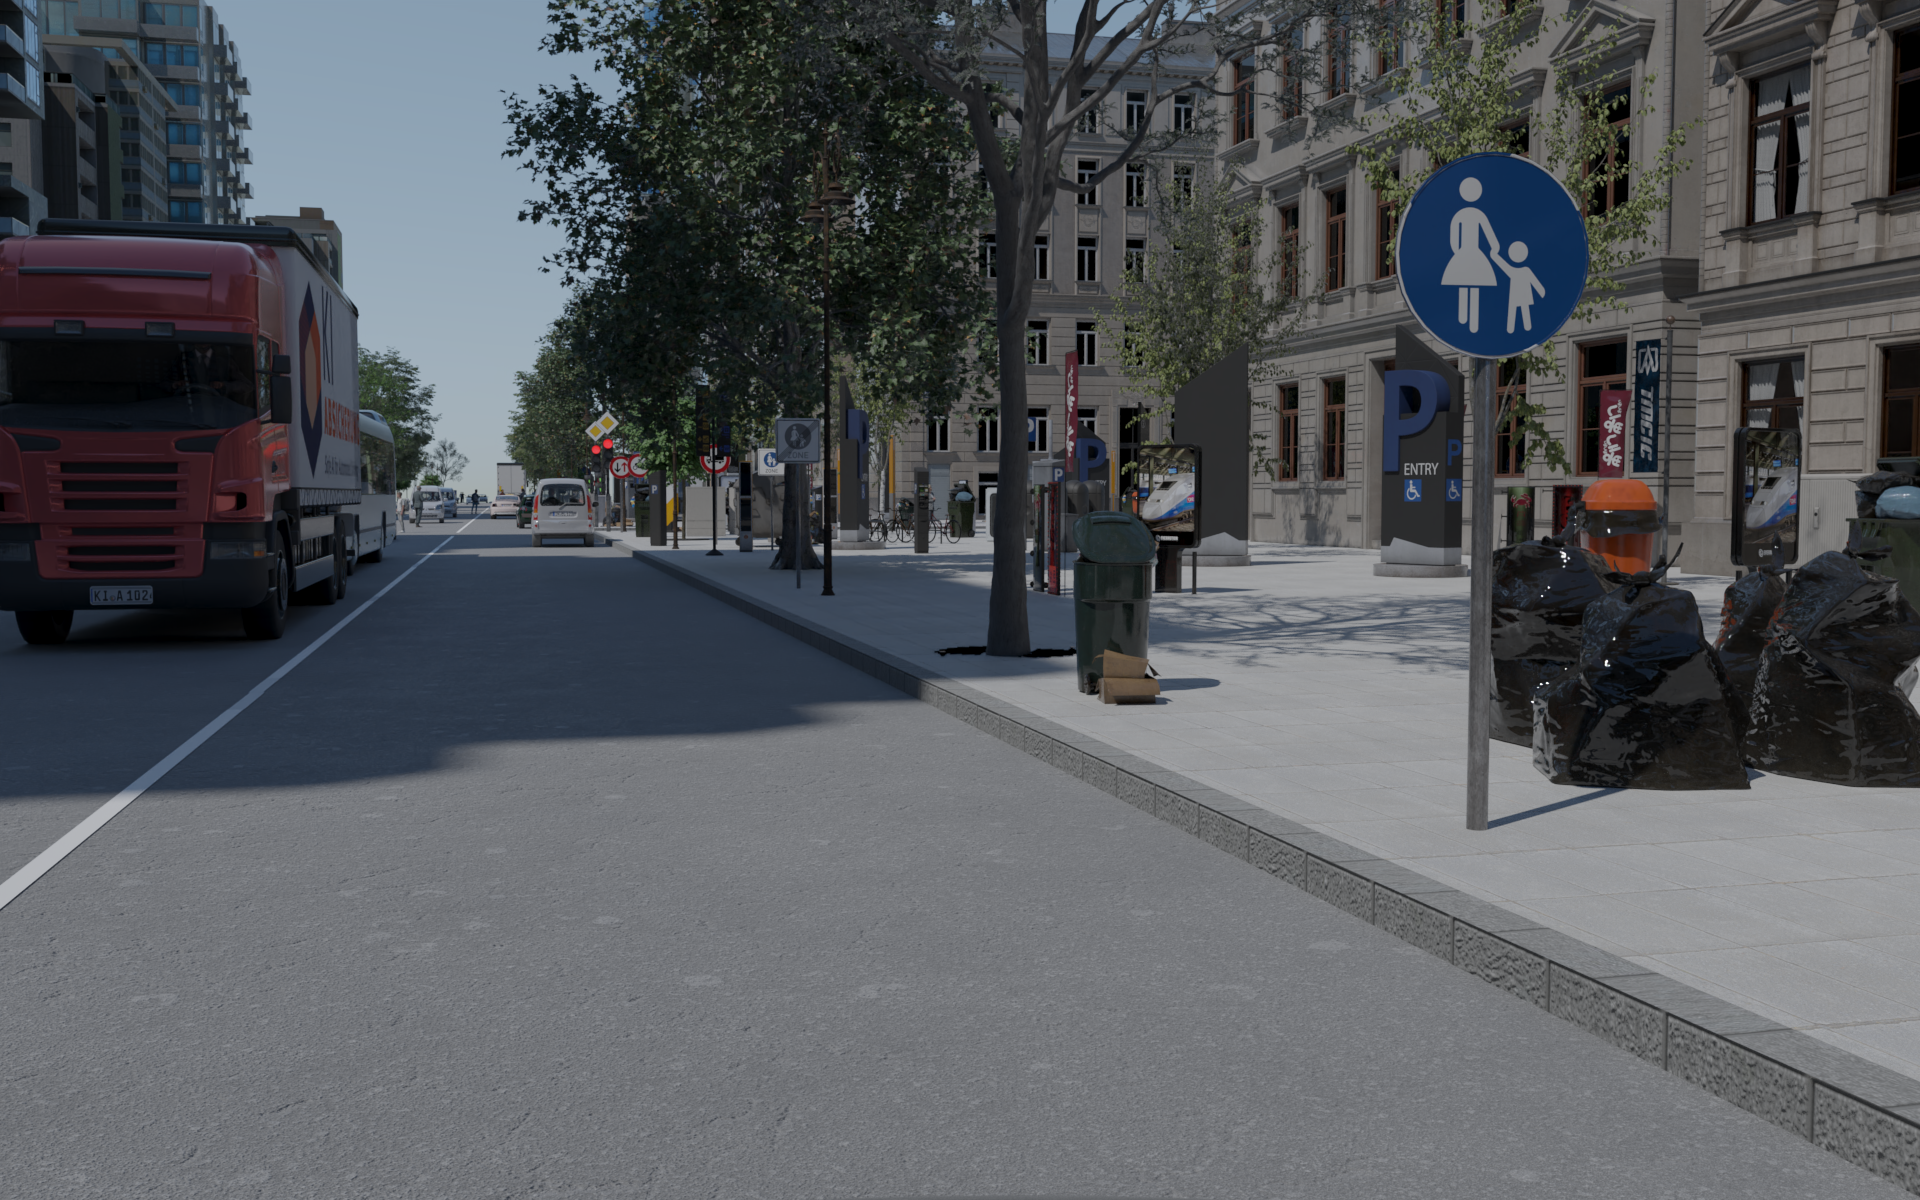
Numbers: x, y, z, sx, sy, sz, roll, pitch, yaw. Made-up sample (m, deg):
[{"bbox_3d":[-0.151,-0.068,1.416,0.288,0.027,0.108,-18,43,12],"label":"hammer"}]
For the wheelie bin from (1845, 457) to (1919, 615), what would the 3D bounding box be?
[{"bbox_3d":[8.064,-0.425,14.863,0.693,1.594,0.980,0,4,-4],"label":"wheelie bin"}]

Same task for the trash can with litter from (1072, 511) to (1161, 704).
[{"bbox_3d":[1.065,0.025,10.973,0.624,1.170,1.055,0,4,-8],"label":"trash can with litter"}]

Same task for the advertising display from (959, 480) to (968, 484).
[{"bbox_3d":[0.156,-4.442,77.843,0.123,1.923,0.974,-1,4,-19],"label":"advertising display"}]

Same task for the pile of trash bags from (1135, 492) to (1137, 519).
[{"bbox_3d":[10.628,-4.621,85.303,3.447,1.369,1.912,-3,5,-42],"label":"pile of trash bags"}]

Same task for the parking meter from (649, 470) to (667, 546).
[{"bbox_3d":[-7.450,-2.264,42.719,0.399,1.863,0.255,2,4,35],"label":"parking meter"}]

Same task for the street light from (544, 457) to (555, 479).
[{"bbox_3d":[-37.046,-11.215,156.149,0.468,5.910,1.993,-1,4,-15],"label":"street light"}]

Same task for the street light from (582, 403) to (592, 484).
[{"bbox_3d":[-17.688,-6.689,82.148,0.468,5.910,1.993,-1,4,-15],"label":"street light"}]

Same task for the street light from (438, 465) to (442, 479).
[{"bbox_3d":[-77.045,-17.290,255.472,0.468,5.910,1.993,-1,4,-15],"label":"street light"}]

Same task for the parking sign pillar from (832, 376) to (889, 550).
[{"bbox_3d":[-2.443,-3.162,40.168,1.447,3.967,1.447,1,4,9],"label":"parking sign pillar"}]

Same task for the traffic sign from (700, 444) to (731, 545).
[{"bbox_3d":[-6.179,-2.672,43.789,0.768,2.556,0.104,-1,4,-9],"label":"traffic sign"}]

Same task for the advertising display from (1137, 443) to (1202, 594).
[{"bbox_3d":[2.703,-1.053,22.425,0.974,1.923,0.123,3,5,45],"label":"advertising display"}]

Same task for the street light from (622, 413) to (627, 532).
[{"bbox_3d":[-11.396,-5.252,58.660,0.468,5.910,1.993,-1,4,-15],"label":"street light"}]

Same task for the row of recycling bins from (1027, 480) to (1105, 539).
[{"bbox_3d":[3.020,-2.678,50.894,1.069,1.692,3.534,3,5,44],"label":"row of recycling bins"}]

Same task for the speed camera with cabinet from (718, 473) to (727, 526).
[{"bbox_3d":[-9.603,-4.600,69.553,0.660,3.252,2.038,-2,4,-26],"label":"speed camera with cabinet"}]

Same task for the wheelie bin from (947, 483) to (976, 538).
[{"bbox_3d":[0.041,-2.634,50.970,0.693,1.594,0.980,-3,4,-38],"label":"wheelie bin"}]

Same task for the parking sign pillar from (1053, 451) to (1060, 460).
[{"bbox_3d":[4.986,-5.646,80.783,1.447,3.967,1.447,0,4,-3],"label":"parking sign pillar"}]

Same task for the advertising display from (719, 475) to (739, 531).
[{"bbox_3d":[-7.812,-3.323,59.541,0.974,1.923,0.123,-2,4,-29],"label":"advertising display"}]

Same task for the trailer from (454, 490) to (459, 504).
[{"bbox_3d":[-72.322,-14.690,247.227,1.471,1.999,3.904,-1,4,-16],"label":"trailer"}]

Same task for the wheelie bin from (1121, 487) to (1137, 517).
[{"bbox_3d":[7.814,-4.371,79.378,0.693,1.594,0.980,2,4,29],"label":"wheelie bin"}]

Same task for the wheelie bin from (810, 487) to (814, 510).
[{"bbox_3d":[-6.431,-4.164,75.996,0.693,1.594,0.980,-1,4,-9],"label":"wheelie bin"}]

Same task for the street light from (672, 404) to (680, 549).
[{"bbox_3d":[-6.628,-4.122,40.185,0.468,5.910,1.993,-1,4,-15],"label":"street light"}]

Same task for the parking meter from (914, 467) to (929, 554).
[{"bbox_3d":[-0.830,-1.934,37.331,0.255,1.863,0.399,-1,4,-14],"label":"parking meter"}]

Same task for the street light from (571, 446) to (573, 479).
[{"bbox_3d":[-22.610,-7.834,100.881,0.468,5.910,1.993,-1,4,-15],"label":"street light"}]

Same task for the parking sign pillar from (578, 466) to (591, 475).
[{"bbox_3d":[-27.205,-8.386,125.579,1.447,3.967,1.447,1,4,14],"label":"parking sign pillar"}]

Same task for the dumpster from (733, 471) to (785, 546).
[{"bbox_3d":[-4.799,-2.229,42.206,1.264,1.857,1.865,-1,4,-15],"label":"dumpster"}]

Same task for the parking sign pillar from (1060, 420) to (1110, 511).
[{"bbox_3d":[4.594,-4.423,60.796,1.447,3.967,1.447,-2,4,-27],"label":"parking sign pillar"}]

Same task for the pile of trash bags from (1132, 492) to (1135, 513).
[{"bbox_3d":[11.688,-7.411,130.928,1.912,1.369,3.447,-1,4,-17],"label":"pile of trash bags"}]

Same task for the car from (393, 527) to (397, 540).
[{"bbox_3d":[-18.311,-2.486,53.010,2.083,1.381,4.827,-1,4,-15],"label":"car"}]

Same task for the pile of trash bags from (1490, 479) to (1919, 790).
[{"bbox_3d":[3.703,0.041,9.075,1.912,1.369,3.447,1,4,9],"label":"pile of trash bags"}]

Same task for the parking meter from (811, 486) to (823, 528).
[{"bbox_3d":[-4.195,-2.600,50.920,0.372,1.533,0.369,0,3,0],"label":"parking meter"}]

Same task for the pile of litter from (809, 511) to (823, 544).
[{"bbox_3d":[-4.041,-1.866,44.476,1.176,0.858,1.719,2,4,25],"label":"pile of litter"}]

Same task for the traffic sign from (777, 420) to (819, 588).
[{"bbox_3d":[-2.193,-1.304,23.456,0.606,2.300,0.079,-1,4,-10],"label":"traffic sign"}]

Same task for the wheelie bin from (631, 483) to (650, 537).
[{"bbox_3d":[-9.326,-2.670,51.555,0.980,1.594,0.693,0,4,-3],"label":"wheelie bin"}]

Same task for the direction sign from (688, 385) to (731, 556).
[{"bbox_3d":[-5.130,-2.696,36.083,0.876,3.537,0.379,-3,5,-45],"label":"direction sign"}]

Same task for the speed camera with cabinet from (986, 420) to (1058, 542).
[{"bbox_3d":[1.716,-3.177,46.285,2.038,3.252,0.660,2,4,26],"label":"speed camera with cabinet"}]

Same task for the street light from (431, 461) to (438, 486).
[{"bbox_3d":[-72.067,-16.137,236.632,0.468,5.910,1.993,-1,4,-15],"label":"street light"}]

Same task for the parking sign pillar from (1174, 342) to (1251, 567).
[{"bbox_3d":[4.513,-2.605,31.066,1.447,3.967,1.447,1,4,16],"label":"parking sign pillar"}]

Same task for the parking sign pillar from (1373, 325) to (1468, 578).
[{"bbox_3d":[7.218,-2.359,27.042,1.447,3.967,1.447,-2,4,-33],"label":"parking sign pillar"}]

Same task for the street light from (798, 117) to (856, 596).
[{"bbox_3d":[-1.673,-2.995,21.759,0.468,5.910,1.993,-1,4,-15],"label":"street light"}]

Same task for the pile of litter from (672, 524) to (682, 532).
[{"bbox_3d":[-9.863,-2.748,58.888,1.176,0.858,1.719,-1,4,-20],"label":"pile of litter"}]

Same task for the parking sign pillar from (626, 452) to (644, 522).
[{"bbox_3d":[-14.682,-5.555,79.302,1.447,3.967,1.447,-1,4,-12],"label":"parking sign pillar"}]

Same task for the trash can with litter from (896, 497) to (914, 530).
[{"bbox_3d":[-1.717,-3.072,61.609,1.055,1.170,0.624,-2,4,-34],"label":"trash can with litter"}]

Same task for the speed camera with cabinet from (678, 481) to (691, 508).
[{"bbox_3d":[-21.837,-8.640,135.594,0.660,3.252,2.038,0,4,6],"label":"speed camera with cabinet"}]

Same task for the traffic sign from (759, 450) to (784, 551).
[{"bbox_3d":[-4.264,-2.271,39.267,0.606,2.300,0.079,0,4,-5],"label":"traffic sign"}]

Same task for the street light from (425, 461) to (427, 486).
[{"bbox_3d":[-67.242,-15.008,218.165,0.468,5.910,1.993,-1,4,-15],"label":"street light"}]

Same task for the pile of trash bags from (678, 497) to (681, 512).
[{"bbox_3d":[-20.027,-6.804,121.005,3.447,1.369,1.912,-2,4,-26],"label":"pile of trash bags"}]

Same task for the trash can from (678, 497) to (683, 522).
[{"bbox_3d":[-12.994,-4.213,80.531,0.748,1.137,0.748,0,3,0],"label":"trash can"}]

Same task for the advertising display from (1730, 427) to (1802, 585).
[{"bbox_3d":[7.879,-0.717,16.935,0.974,1.923,0.123,-2,4,-33],"label":"advertising display"}]

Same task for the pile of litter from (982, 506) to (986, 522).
[{"bbox_3d":[1.590,-4.034,79.924,1.176,0.858,1.719,0,4,4],"label":"pile of litter"}]

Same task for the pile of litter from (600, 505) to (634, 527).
[{"bbox_3d":[-13.424,-3.332,68.450,1.719,0.858,1.176,-2,4,-23],"label":"pile of litter"}]
